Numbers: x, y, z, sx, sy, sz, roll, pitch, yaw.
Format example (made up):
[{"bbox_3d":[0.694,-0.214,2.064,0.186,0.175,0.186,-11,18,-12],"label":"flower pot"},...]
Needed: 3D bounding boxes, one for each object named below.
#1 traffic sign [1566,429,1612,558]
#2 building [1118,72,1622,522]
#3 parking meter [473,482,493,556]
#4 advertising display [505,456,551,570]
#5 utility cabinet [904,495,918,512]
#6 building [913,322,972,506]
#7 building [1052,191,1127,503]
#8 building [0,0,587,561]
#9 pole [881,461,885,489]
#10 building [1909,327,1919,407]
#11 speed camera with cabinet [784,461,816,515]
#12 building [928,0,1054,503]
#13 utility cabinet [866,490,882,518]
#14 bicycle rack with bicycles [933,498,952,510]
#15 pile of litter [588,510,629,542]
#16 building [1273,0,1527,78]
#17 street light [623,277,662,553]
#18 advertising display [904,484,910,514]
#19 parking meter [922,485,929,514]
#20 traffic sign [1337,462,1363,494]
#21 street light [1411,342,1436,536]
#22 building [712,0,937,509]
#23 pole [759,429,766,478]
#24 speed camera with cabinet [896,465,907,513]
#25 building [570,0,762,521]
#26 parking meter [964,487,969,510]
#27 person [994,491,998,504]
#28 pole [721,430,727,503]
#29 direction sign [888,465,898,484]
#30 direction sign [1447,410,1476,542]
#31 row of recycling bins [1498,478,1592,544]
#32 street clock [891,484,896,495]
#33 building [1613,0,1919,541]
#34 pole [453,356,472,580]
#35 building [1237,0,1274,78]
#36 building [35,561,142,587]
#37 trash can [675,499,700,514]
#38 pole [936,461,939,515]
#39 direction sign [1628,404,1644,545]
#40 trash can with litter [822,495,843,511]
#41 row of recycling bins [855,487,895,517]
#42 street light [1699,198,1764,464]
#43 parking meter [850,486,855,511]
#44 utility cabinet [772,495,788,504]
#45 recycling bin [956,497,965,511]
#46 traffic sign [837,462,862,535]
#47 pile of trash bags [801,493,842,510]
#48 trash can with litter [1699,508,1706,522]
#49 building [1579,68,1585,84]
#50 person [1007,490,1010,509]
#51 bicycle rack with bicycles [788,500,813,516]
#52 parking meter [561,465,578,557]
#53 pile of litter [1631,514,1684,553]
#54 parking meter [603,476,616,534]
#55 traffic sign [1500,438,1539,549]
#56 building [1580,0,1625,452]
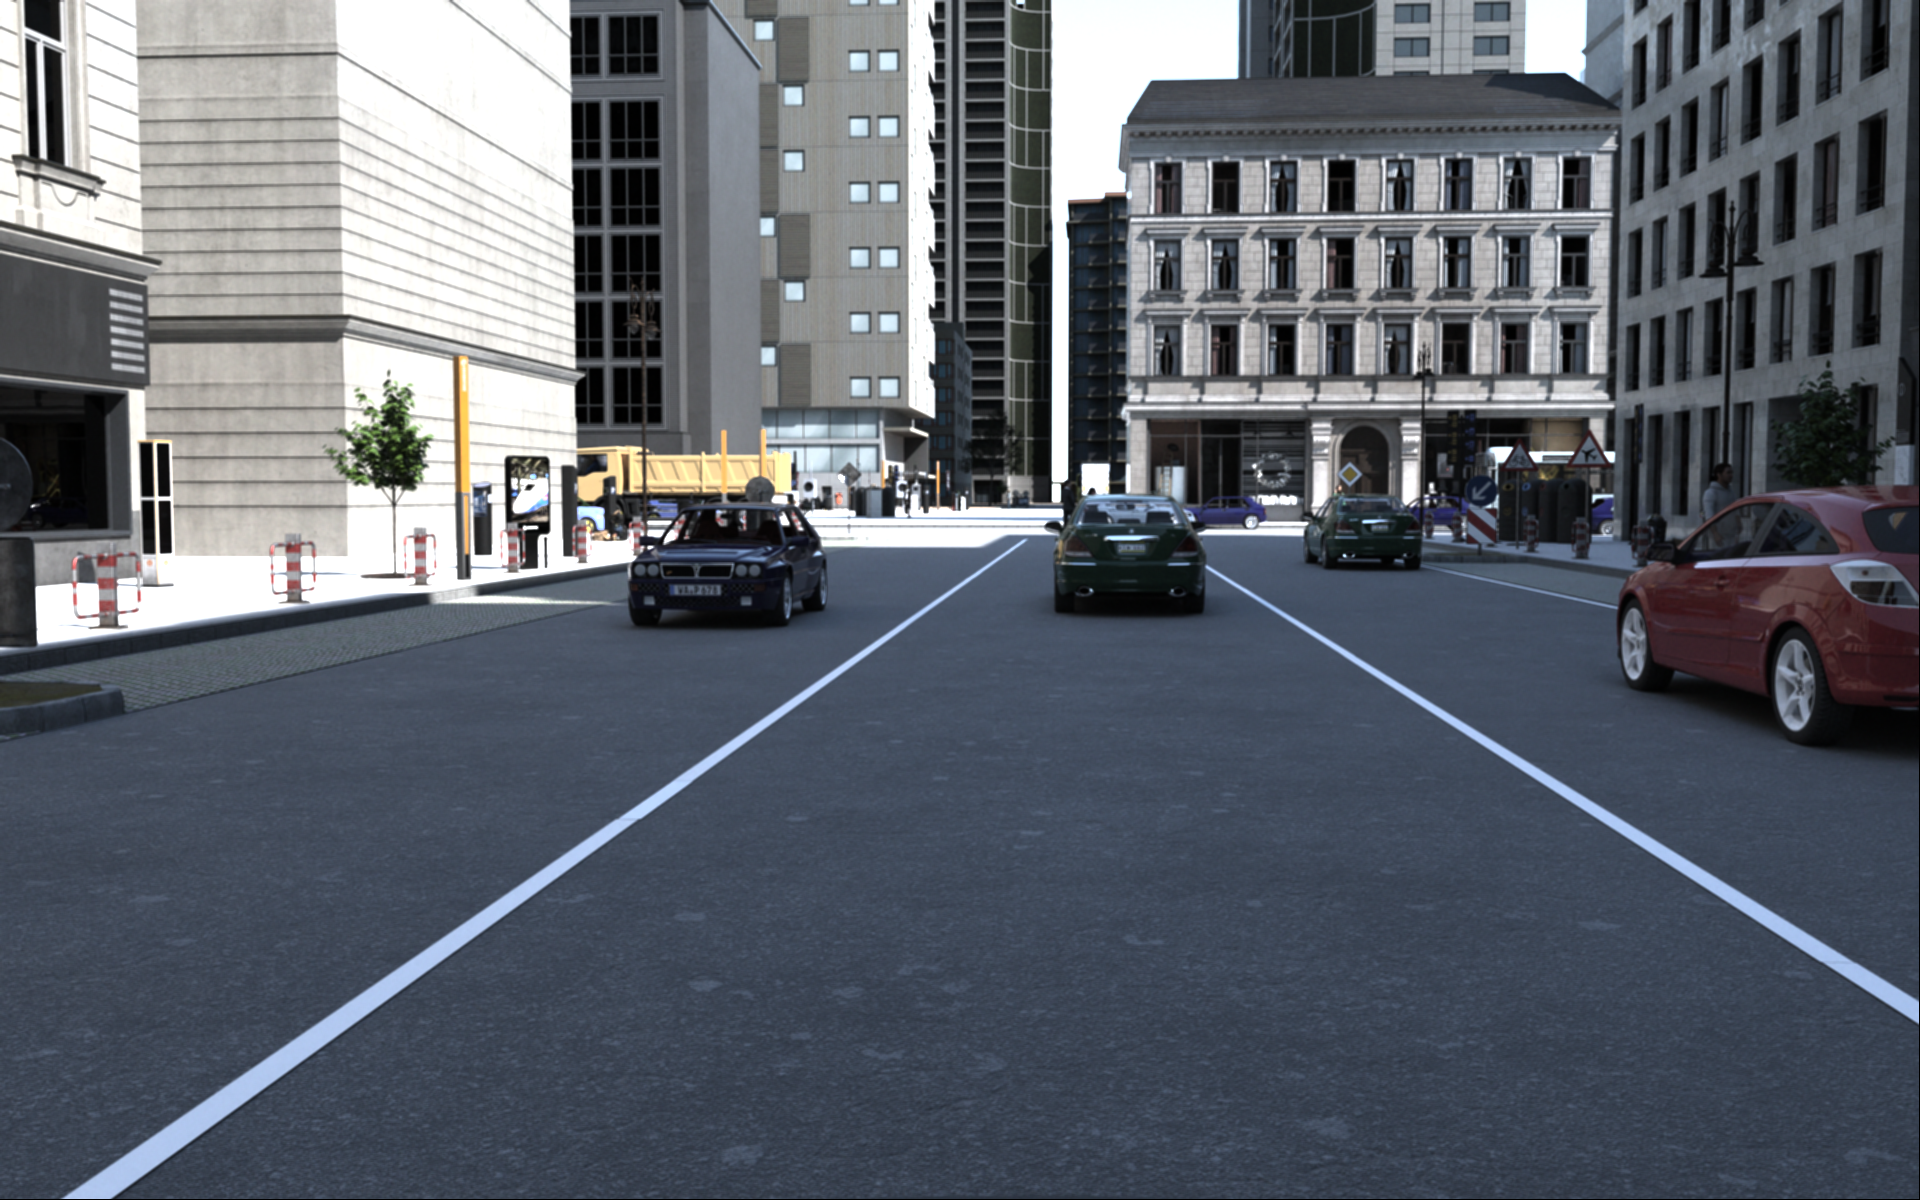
[{"bbox_3d":[12.640,-2.133,34.879,0.884,2.594,0.081,1,4,10],"label":"traffic sign"},{"bbox_3d":[9.292,-14.145,82.185,40.483,20.767,10.553,0,4,4],"label":"building"},{"bbox_3d":[-9.968,-1.698,36.169,0.372,1.533,0.369,0,3,0],"label":"parking meter"},{"bbox_3d":[-7.326,-1.478,29.385,0.123,1.923,0.974,2,4,28],"label":"advertising display"},{"bbox_3d":[-3.521,-6.906,124.076,1.020,1.237,0.306,0,4,-2],"label":"utility cabinet"},{"bbox_3d":[-13.972,-21.521,196.900,28.899,21.520,27.650,0,4,4],"label":"building"},{"bbox_3d":[27.891,-36.224,246.885,28.867,44.769,22.147,0,4,4],"label":"building"},{"bbox_3d":[-33.158,-16.342,43.601,44.131,29.872,17.030,0,4,4],"label":"building"},{"bbox_3d":[-4.686,-6.830,105.508,0.158,3.312,0.155,0,3,0],"label":"pole"},{"bbox_3d":[22.632,-13.717,17.788,14.314,27.812,24.014,0,4,4],"label":"building"},{"bbox_3d":[-9.663,-6.693,103.761,2.038,3.252,0.660,1,4,8],"label":"speed camera with cabinet"},{"bbox_3d":[2.795,-49.426,246.364,20.611,71.187,20.563,0,4,4],"label":"building"},{"bbox_3d":[-4.645,-5.178,93.343,0.318,1.500,1.173,2,4,28],"label":"utility cabinet"},{"bbox_3d":[-1.115,-7.823,141.282,2.852,0.926,2.925,0,4,3],"label":"bicycle rack with bicycles"},{"bbox_3d":[-9.617,-2.032,47.195,1.176,0.858,1.719,1,4,16],"label":"pile of litter"},{"bbox_3d":[36.529,-43.633,151.653,20.563,71.187,20.611,0,4,4],"label":"building"},{"bbox_3d":[-6.767,-3.932,37.070,0.468,5.910,1.993,0,4,4],"label":"street light"},{"bbox_3d":[-3.385,-6.413,110.071,0.123,1.923,0.974,1,4,13],"label":"advertising display"},{"bbox_3d":[-2.199,-6.492,111.847,0.399,1.863,0.255,-3,4,-38],"label":"parking meter"},{"bbox_3d":[11.964,-3.033,53.226,0.795,2.450,0.064,0,4,4],"label":"traffic sign"},{"bbox_3d":[14.068,-4.886,52.666,0.468,5.910,1.993,0,4,4],"label":"street light"},{"bbox_3d":[-16.630,-34.808,158.343,28.713,52.752,27.495,0,4,4],"label":"building"},{"bbox_3d":[-6.223,-3.718,54.634,0.158,3.312,0.155,0,3,0],"label":"pole"},{"bbox_3d":[-4.613,-7.484,116.697,2.038,3.252,0.660,-1,4,-13],"label":"speed camera with cabinet"},{"bbox_3d":[-23.051,-17.928,86.623,24.014,27.812,14.314,0,4,4],"label":"building"},{"bbox_3d":[0.510,-7.988,136.319,0.399,1.863,0.255,-2,4,-24],"label":"parking meter"},{"bbox_3d":[4.574,-13.015,220.921,0.705,1.869,1.348,1,4,13],"label":"person"},{"bbox_3d":[-7.551,-3.767,55.439,0.158,3.312,0.155,0,3,0],"label":"pole"},{"bbox_3d":[-5.227,-8.787,135.663,0.876,3.537,0.379,2,4,23],"label":"direction sign"},{"bbox_3d":[13.517,-3.349,46.754,0.379,3.537,0.876,-3,5,-40],"label":"direction sign"},{"bbox_3d":[15.620,-2.395,46.276,1.069,1.692,3.534,-1,4,-16],"label":"row of recycling bins"},{"bbox_3d":[-4.965,-7.658,129.786,0.358,2.002,0.471,-1,4,-23],"label":"street clock"},{"bbox_3d":[22.574,-11.237,38.478,10.420,20.320,16.860,0,4,4],"label":"building"},{"bbox_3d":[-7.389,-1.949,25.716,0.158,3.312,0.155,0,3,0],"label":"pole"},{"bbox_3d":[38.842,-38.843,177.084,21.231,58.520,28.212,0,4,4],"label":"building"},{"bbox_3d":[-21.781,-14.122,7.309,17.030,29.872,44.131,0,4,4],"label":"building"},{"bbox_3d":[-8.097,-2.439,51.533,0.748,1.137,0.748,0,3,0],"label":"trash can"},{"bbox_3d":[-1.361,-6.913,106.874,0.158,3.312,0.155,0,3,0],"label":"pole"},{"bbox_3d":[17.132,-3.168,43.795,0.379,3.537,0.876,1,4,10],"label":"direction sign"},{"bbox_3d":[-9.426,-7.235,129.354,2.233,1.210,1.678,0,4,3],"label":"trash can with litter"},{"bbox_3d":[-4.890,-5.639,99.308,1.069,1.692,3.534,-2,4,-35],"label":"row of recycling bins"},{"bbox_3d":[12.163,-3.343,27.450,0.468,5.910,1.993,0,4,4],"label":"street light"},{"bbox_3d":[-8.088,-7.632,130.497,0.255,1.863,0.399,-3,5,-41],"label":"parking meter"},{"bbox_3d":[-8.207,-4.037,77.165,1.020,1.237,0.306,-1,4,-14],"label":"utility cabinet"},{"bbox_3d":[-0.080,-7.095,128.554,0.722,1.027,0.722,-2,4,-27],"label":"recycling bin"},{"bbox_3d":[-3.485,-3.105,54.408,0.795,2.450,0.064,0,4,4],"label":"traffic sign"},{"bbox_3d":[-10.978,-7.914,139.143,3.447,1.369,1.912,-3,4,-36],"label":"pile of trash bags"},{"bbox_3d":[15.255,-1.442,34.958,0.624,1.170,1.055,2,4,24],"label":"trash can with litter"},{"bbox_3d":[79.656,-34.950,191.032,30.456,49.044,23.786,0,4,4],"label":"building"},{"bbox_3d":[4.196,-8.647,149.967,0.705,1.814,1.350,0,4,1],"label":"person"},{"bbox_3d":[-9.772,-5.428,102.130,2.852,0.926,2.925,3,5,43],"label":"bicycle rack with bicycles"},{"bbox_3d":[-7.972,-1.816,35.408,0.255,1.863,0.399,0,4,0],"label":"parking meter"},{"bbox_3d":[15.512,-1.472,38.026,1.719,0.858,1.176,-1,4,-9],"label":"pile of litter"},{"bbox_3d":[-11.289,-3.065,55.825,0.255,1.863,0.399,2,4,27],"label":"parking meter"},{"bbox_3d":[12.965,-2.459,40.216,0.884,2.594,0.081,0,4,5],"label":"traffic sign"},{"bbox_3d":[45.092,-18.458,79.286,29.804,29.767,11.434,0,4,4],"label":"building"}]
